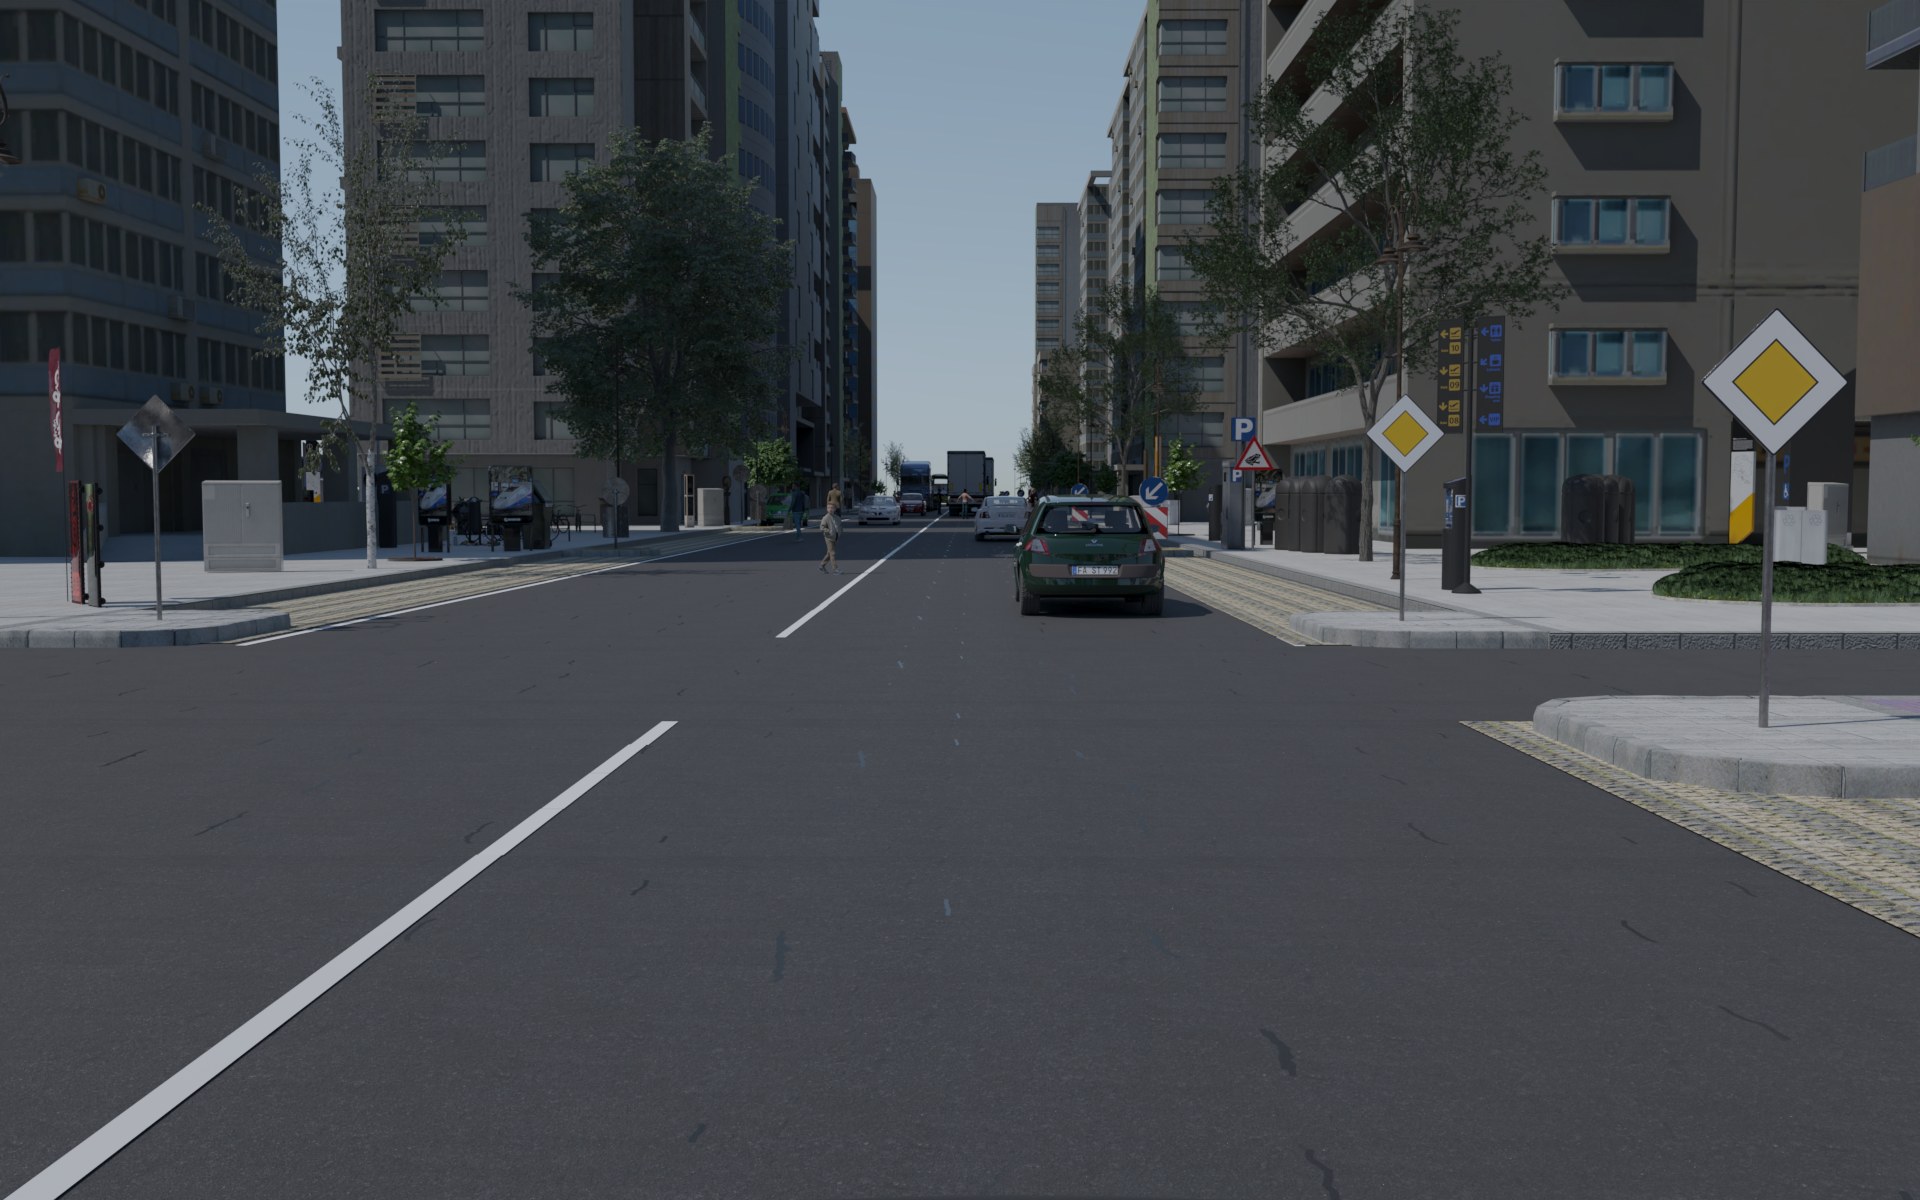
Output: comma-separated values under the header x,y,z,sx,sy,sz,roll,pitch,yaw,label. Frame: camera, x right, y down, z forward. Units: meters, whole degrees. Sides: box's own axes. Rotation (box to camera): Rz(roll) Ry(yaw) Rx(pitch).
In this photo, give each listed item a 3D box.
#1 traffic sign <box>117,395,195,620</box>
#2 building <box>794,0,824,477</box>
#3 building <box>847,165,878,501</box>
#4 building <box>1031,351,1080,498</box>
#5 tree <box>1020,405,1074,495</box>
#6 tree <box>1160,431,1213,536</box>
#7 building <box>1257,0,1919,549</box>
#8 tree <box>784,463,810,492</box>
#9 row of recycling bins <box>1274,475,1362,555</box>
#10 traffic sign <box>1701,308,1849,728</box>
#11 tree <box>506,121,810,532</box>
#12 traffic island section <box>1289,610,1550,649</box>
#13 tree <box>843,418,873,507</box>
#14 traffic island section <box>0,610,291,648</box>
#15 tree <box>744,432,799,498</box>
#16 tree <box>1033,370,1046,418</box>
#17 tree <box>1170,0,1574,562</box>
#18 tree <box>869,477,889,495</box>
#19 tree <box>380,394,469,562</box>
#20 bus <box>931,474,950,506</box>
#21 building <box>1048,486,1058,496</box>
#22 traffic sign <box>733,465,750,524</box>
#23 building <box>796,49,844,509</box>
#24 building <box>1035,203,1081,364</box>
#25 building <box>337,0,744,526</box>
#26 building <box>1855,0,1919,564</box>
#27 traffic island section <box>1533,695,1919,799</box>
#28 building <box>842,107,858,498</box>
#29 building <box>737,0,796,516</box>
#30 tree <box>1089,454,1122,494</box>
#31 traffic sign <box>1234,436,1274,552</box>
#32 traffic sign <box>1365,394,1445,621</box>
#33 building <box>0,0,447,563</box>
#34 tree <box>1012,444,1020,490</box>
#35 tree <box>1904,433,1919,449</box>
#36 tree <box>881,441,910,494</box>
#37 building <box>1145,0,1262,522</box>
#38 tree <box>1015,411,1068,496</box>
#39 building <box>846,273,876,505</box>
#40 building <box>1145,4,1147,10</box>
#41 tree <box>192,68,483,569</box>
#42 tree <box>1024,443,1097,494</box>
x,y,z,sx,sy,sz,roll,pitch,yaw,label
-8.131,-0.850,17.540,0.795,2.450,0.064,0,4,0,traffic sign
-25.162,-33.339,134.336,28.713,52.752,27.495,0,4,0,building
-18.734,-36.039,239.352,14.600,45.320,14.200,0,4,0,building
23.572,-23.167,223.821,27.650,21.520,28.899,0,4,0,building
7.282,-11.571,139.544,4.737,8.622,4.395,0,3,0,tree
6.715,-3.596,53.399,1.663,3.219,1.824,0,3,0,tree
21.092,-26.031,49.310,21.300,48.544,21.600,0,4,0,building
-9.893,-6.786,105.550,1.663,3.219,1.824,0,3,0,tree
7.903,-1.909,38.332,1.069,1.692,3.534,-1,4,-12,row of recycling bins
4.412,-0.355,9.455,0.795,2.450,0.064,0,4,0,traffic sign
-9.990,-9.289,58.525,9.857,13.997,8.962,0,3,0,tree
4.486,0.291,17.517,2.009,0.180,2.903,0,4,0,traffic island section
-10.338,-13.286,167.593,4.360,8.622,3.978,0,3,0,tree
-8.155,0.286,17.601,2.009,0.180,2.903,0,4,0,traffic island section
-9.847,-6.471,89.513,4.285,4.588,4.351,0,3,0,tree
6.689,-8.456,72.663,8.767,10.594,7.601,2,4,29,tree
7.479,-5.994,32.416,8.767,10.594,7.601,3,5,42,tree
-9.438,-12.154,193.317,1.663,3.219,1.824,0,3,0,tree
-10.522,-2.355,33.111,1.663,3.219,1.824,0,3,0,tree
-2.363,-13.449,211.435,2.896,3.916,12.252,0,4,2,bus
26.303,-30.863,196.485,32.217,40.220,23.993,0,4,0,building
-9.475,-4.590,75.160,0.768,2.556,0.104,0,4,1,traffic sign
-18.001,-28.856,155.394,14.154,41.232,14.086,0,4,0,building
17.524,-34.319,244.710,14.154,41.232,14.086,0,4,0,building
-17.325,-23.903,74.401,14.154,41.232,14.086,0,4,0,building
23.341,-22.829,23.369,14.200,45.320,14.600,0,4,0,building
4.436,0.780,9.532,2.009,0.180,2.903,0,4,0,traffic island section
-22.904,-32.904,192.597,22.147,44.769,28.867,0,4,0,building
-22.046,-34.485,105.836,21.231,58.520,28.212,0,4,0,building
7.026,-5.494,84.422,1.663,3.219,1.824,0,3,0,tree
6.530,-2.358,38.560,0.884,2.594,0.081,0,4,1,traffic sign
4.462,-0.844,17.440,0.795,2.450,0.064,0,4,0,traffic sign
-30.272,-21.268,39.608,32.217,40.220,23.993,0,4,0,building
7.500,-14.144,181.623,4.737,8.622,4.395,0,3,0,tree
14.841,-1.865,25.087,1.663,3.219,1.824,0,3,0,tree
-8.892,-18.321,249.905,4.737,8.622,4.395,0,3,0,tree
16.025,-24.552,85.015,14.154,41.232,14.086,0,4,0,building
7.153,-12.128,148.647,4.360,8.622,3.978,0,3,0,tree
-27.066,-32.294,219.890,32.217,40.220,23.993,0,4,0,building
25.475,-26.773,129.617,32.217,40.220,23.993,0,4,0,building
-10.355,-4.842,29.536,4.360,8.622,3.978,0,3,0,tree
7.150,-7.813,111.456,4.285,4.588,4.351,0,3,0,tree
